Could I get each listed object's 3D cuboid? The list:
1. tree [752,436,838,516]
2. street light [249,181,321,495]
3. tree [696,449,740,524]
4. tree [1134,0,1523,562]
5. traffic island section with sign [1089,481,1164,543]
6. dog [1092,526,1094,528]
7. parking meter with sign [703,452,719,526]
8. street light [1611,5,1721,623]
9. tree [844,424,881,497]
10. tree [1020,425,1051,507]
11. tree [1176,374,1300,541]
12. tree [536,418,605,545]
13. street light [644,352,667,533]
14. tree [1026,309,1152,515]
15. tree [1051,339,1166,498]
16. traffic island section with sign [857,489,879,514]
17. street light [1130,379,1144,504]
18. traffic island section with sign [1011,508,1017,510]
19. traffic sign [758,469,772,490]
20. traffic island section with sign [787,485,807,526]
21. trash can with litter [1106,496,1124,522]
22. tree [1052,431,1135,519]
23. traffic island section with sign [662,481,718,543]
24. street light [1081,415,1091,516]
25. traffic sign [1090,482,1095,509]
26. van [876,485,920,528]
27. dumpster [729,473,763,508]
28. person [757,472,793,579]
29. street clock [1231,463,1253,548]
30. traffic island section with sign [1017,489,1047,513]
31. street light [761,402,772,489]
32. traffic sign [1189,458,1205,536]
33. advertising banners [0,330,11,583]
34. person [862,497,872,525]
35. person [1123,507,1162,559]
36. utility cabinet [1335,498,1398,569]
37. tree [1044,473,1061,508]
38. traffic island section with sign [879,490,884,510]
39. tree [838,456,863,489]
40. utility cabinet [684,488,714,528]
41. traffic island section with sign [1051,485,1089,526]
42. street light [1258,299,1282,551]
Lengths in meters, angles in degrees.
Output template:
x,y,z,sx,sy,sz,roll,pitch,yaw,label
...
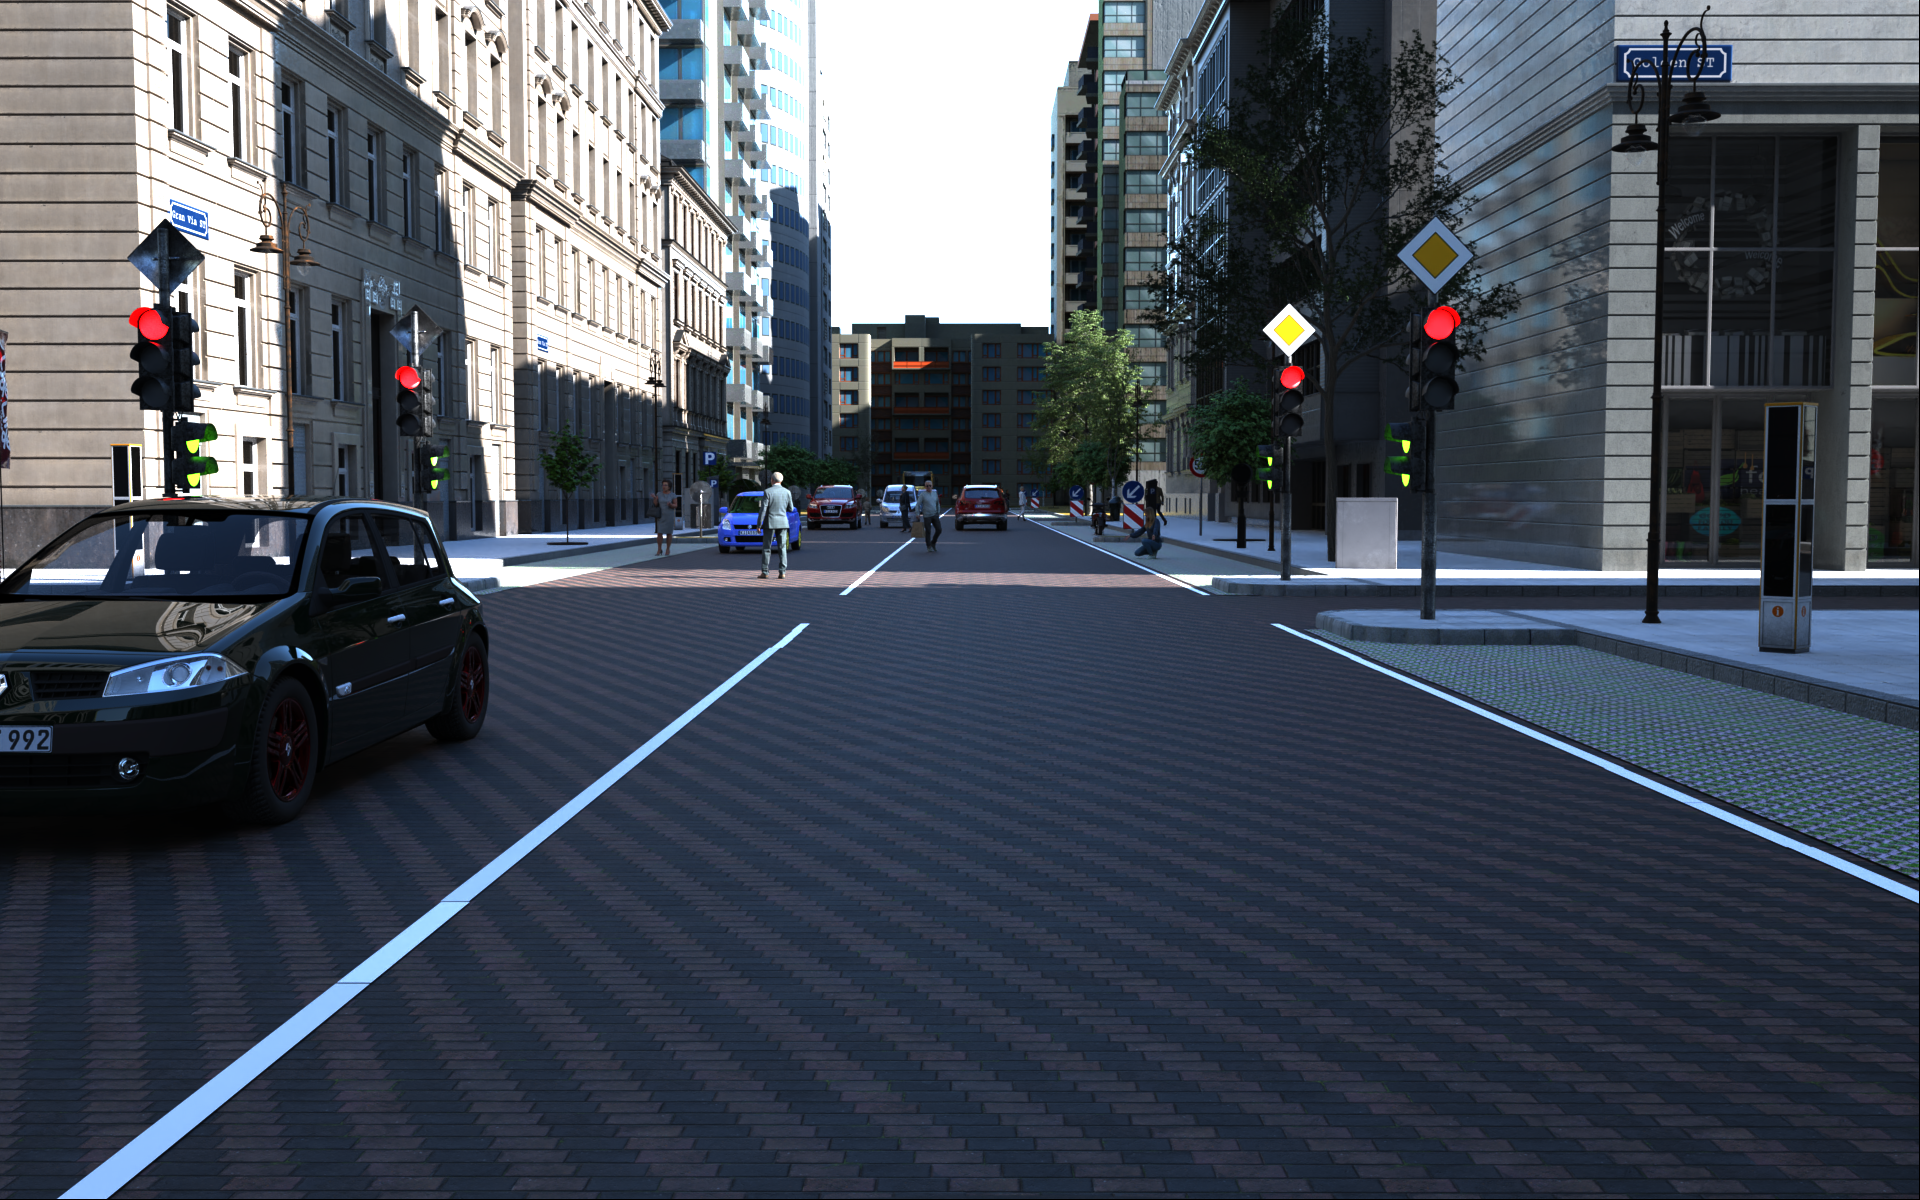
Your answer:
x,y,z,sx,sy,sz,roll,pitch,yaw,label
-9.858,-7.363,104.105,4.285,4.588,4.351,0,3,0,tree
-10.067,-3.254,25.986,0.468,5.910,1.993,0,4,0,street light
-10.311,-4.872,74.261,1.663,3.219,1.824,0,3,0,tree
6.802,-6.012,32.710,7.601,10.594,8.767,0,4,3,tree
5.004,-2.642,51.818,1.989,1.847,2.006,0,4,0,traffic island section with sign
5.606,-3.360,71.778,0.800,0.831,0.513,0,4,3,dog
-10.118,-4.556,70.746,0.543,3.016,1.738,-1,4,-15,parking meter with sign
6.889,-2.709,17.072,0.468,5.910,1.993,0,4,0,street light
-9.838,-13.942,178.319,4.360,8.622,3.978,0,3,0,tree
8.148,-13.661,173.723,4.737,8.622,4.395,0,3,0,tree
7.610,-3.907,47.590,4.285,4.588,4.351,0,3,0,tree
-9.834,-3.016,43.920,1.663,3.219,1.824,0,3,0,tree
-9.897,-5.114,56.406,0.468,5.910,1.993,0,4,0,street light
7.957,-11.551,106.979,7.486,12.596,7.792,0,3,0,tree
7.587,-8.142,83.490,4.737,8.622,4.395,0,3,0,tree
-7.218,-7.276,127.584,1.989,1.847,2.006,0,4,0,traffic island section with sign
7.110,-5.918,69.548,0.468,5.910,1.993,0,4,0,street light
5.547,-8.941,154.817,1.989,1.847,2.006,0,4,0,traffic island section with sign
-10.021,-5.456,89.318,0.768,2.556,0.104,0,4,3,traffic sign
-7.477,-4.257,78.237,1.989,1.847,2.006,0,4,0,traffic island section with sign
7.203,-4.273,81.243,0.624,1.170,1.055,2,4,33,trash can with litter
7.494,-6.473,89.551,4.285,4.588,4.351,0,3,0,tree
-7.612,-2.580,50.804,1.989,1.847,2.006,0,4,0,traffic island section with sign
7.310,-7.807,100.425,0.468,5.910,1.993,0,4,0,street light
7.391,-5.841,95.599,0.768,2.556,0.104,0,4,2,traffic sign
-2.579,-4.145,74.786,2.013,2.044,4.112,0,3,0,van
-9.912,-4.720,79.662,1.502,2.255,1.985,0,4,0,dumpster
-3.174,-1.270,29.437,0.661,1.801,0.590,-2,4,-32,person
6.673,-2.228,40.999,0.471,2.002,0.358,1,4,22,street clock
5.398,-7.293,127.863,1.989,1.847,2.006,0,4,0,traffic island section with sign
-9.753,-6.995,87.153,0.468,5.910,1.993,0,4,0,street light
7.430,-3.259,53.390,0.768,2.556,0.104,0,4,1,traffic sign
-9.998,-1.323,17.826,0.090,3.025,2.074,-1,4,-16,advertising banners
-4.341,-4.172,80.985,0.475,1.303,0.640,0,4,8,person
4.134,-1.470,38.031,0.738,1.151,1.012,-1,4,-21,person
6.989,-1.138,29.762,1.020,1.237,0.306,1,4,17,utility cabinet
8.349,-9.936,157.051,1.663,3.219,1.824,0,3,0,tree
-7.071,-8.924,154.539,1.989,1.847,2.006,0,4,0,traffic island section with sign
-10.300,-9.337,136.379,4.285,4.588,4.351,0,3,0,tree
-9.782,-3.444,64.996,1.173,1.500,0.318,2,4,31,utility cabinet
5.147,-4.290,78.773,1.989,1.847,2.006,0,4,0,traffic island section with sign
7.033,-4.046,38.942,0.468,5.910,1.993,0,4,0,street light
